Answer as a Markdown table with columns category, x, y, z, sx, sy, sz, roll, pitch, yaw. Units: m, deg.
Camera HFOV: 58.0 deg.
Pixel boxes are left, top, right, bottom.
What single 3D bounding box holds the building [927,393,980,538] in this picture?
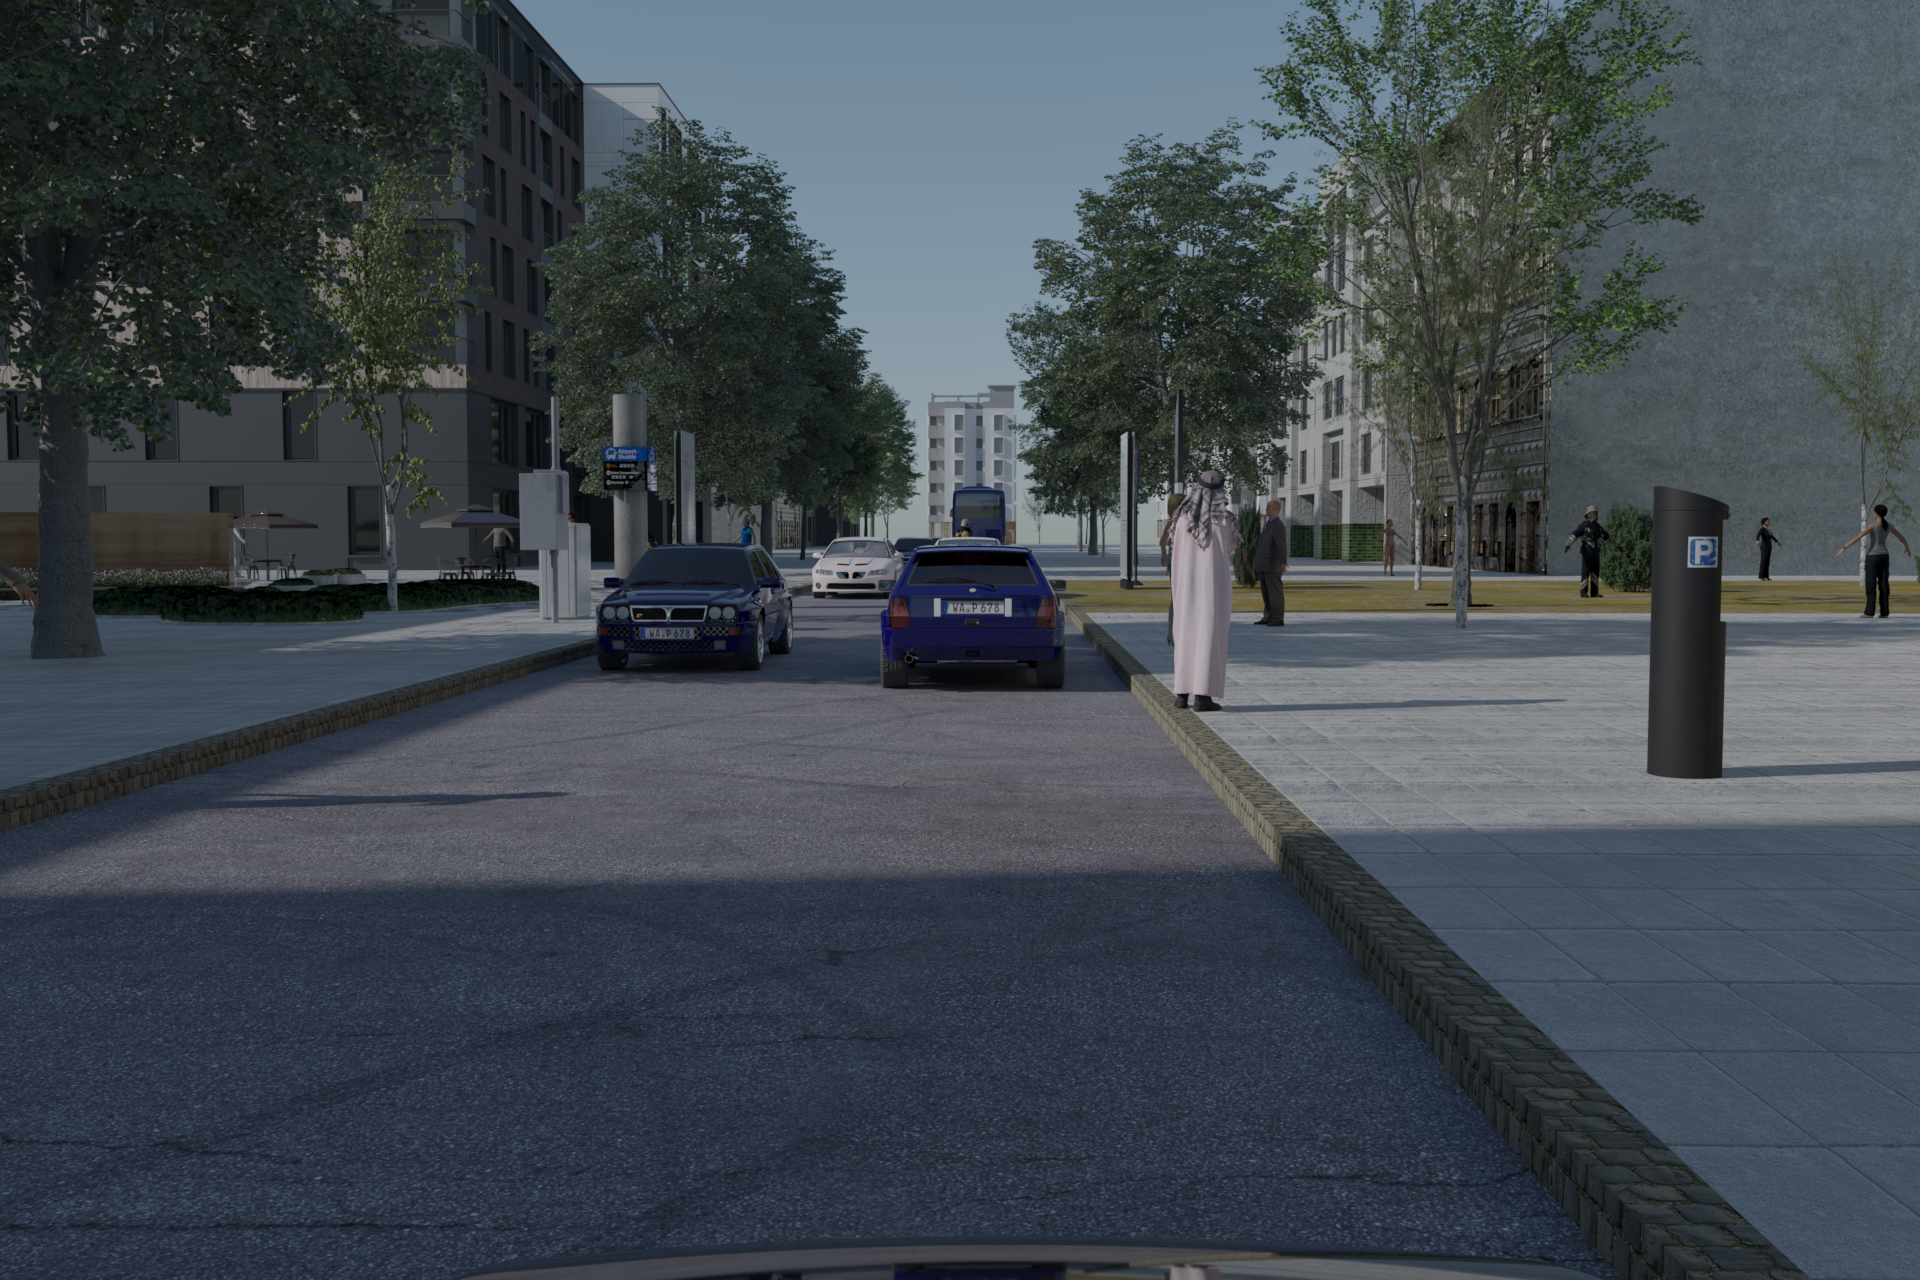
| category | x | y | z | sx | sy | sz | roll | pitch | yaw |
| --- | --- | --- | --- | --- | --- | --- | --- | --- | --- |
| building | -3.854 | -22.305 | 223.567 | 11.380 | 20.090 | 16.016 | 0 | 4 | -3 |

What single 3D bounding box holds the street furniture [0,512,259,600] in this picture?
| category | x | y | z | sx | sy | sz | roll | pitch | yaw |
| --- | --- | --- | --- | --- | --- | --- | --- | --- | --- |
| street furniture | -19.489 | -1.786 | 36.059 | 9.812 | 1.723 | 11.010 | -1 | 4 | -20 |

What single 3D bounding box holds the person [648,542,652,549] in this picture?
| category | x | y | z | sx | sy | sz | roll | pitch | yaw |
| --- | --- | --- | --- | --- | --- | --- | --- | --- | --- |
| person | -8.029 | -2.283 | 43.299 | 0.705 | 1.833 | 1.349 | -2 | 4 | -30 |

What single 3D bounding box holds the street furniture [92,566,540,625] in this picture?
| category | x | y | z | sx | sy | sz | roll | pitch | yaw |
| --- | --- | --- | --- | --- | --- | --- | --- | --- | --- |
| street furniture | -10.719 | -0.847 | 29.469 | 5.734 | 0.657 | 10.072 | 1 | 4 | 12 |

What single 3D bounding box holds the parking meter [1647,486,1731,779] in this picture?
| category | x | y | z | sx | sy | sz | roll | pitch | yaw |
| --- | --- | --- | --- | --- | --- | --- | --- | --- | --- |
| parking meter | 3.866 | -0.048 | 9.198 | 0.372 | 1.533 | 0.369 | 0 | 3 | 0 |

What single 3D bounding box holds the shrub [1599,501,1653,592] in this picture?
| category | x | y | z | sx | sy | sz | roll | pitch | yaw |
| --- | --- | --- | --- | --- | --- | --- | --- | --- | --- |
| shrub | 14.810 | -2.068 | 38.230 | 1.690 | 2.028 | 1.600 | 0 | 3 | 0 |

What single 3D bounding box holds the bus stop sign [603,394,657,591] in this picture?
| category | x | y | z | sx | sy | sz | roll | pitch | yaw |
| --- | --- | --- | --- | --- | --- | --- | --- | --- | --- |
| bus stop sign | -6.258 | -2.684 | 32.897 | 0.837 | 3.901 | 0.837 | 0 | 4 | 2 |

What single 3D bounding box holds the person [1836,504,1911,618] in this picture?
| category | x | y | z | sx | sy | sz | roll | pitch | yaw |
| --- | --- | --- | --- | --- | --- | --- | --- | --- | --- |
| person | 14.005 | -1.205 | 26.518 | 1.217 | 1.737 | 0.721 | 0 | 4 | -7 |

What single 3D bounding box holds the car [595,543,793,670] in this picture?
| category | x | y | z | sx | sy | sz | roll | pitch | yaw |
| --- | --- | --- | --- | --- | --- | --- | --- | --- | --- |
| car | -2.914 | -0.421 | 19.457 | 1.945 | 1.354 | 3.894 | 0 | 4 | 2 |

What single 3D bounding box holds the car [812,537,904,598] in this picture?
| category | x | y | z | sx | sy | sz | roll | pitch | yaw |
| --- | --- | --- | --- | --- | --- | --- | --- | --- | --- |
| car | -2.312 | -1.696 | 40.093 | 2.083 | 1.381 | 4.827 | 0 | 4 | 2 |

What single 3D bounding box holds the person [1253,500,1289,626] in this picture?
| category | x | y | z | sx | sy | sz | roll | pitch | yaw |
| --- | --- | --- | --- | --- | --- | --- | --- | --- | --- |
| person | 4.331 | -1.078 | 24.225 | 0.434 | 1.755 | 0.990 | -1 | 4 | -11 |

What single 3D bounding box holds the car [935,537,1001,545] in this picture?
| category | x | y | z | sx | sy | sz | roll | pitch | yaw |
| --- | --- | --- | --- | --- | --- | --- | --- | --- | --- |
| car | 0.180 | -1.457 | 36.180 | 2.083 | 1.381 | 4.827 | 0 | 4 | 1 |

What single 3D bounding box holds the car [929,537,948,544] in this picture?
| category | x | y | z | sx | sy | sz | roll | pitch | yaw |
| --- | --- | --- | --- | --- | --- | --- | --- | --- | --- |
| car | -0.993 | -3.069 | 62.754 | 1.945 | 1.354 | 3.894 | 0 | 4 | 1 |

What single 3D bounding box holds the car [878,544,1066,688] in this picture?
| category | x | y | z | sx | sy | sz | roll | pitch | yaw |
| --- | --- | --- | --- | --- | --- | --- | --- | --- | --- |
| car | 0.124 | -0.297 | 17.434 | 1.945 | 1.354 | 3.894 | 0 | 4 | 0 |

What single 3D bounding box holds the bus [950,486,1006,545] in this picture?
| category | x | y | z | sx | sy | sz | roll | pitch | yaw |
| --- | --- | --- | --- | --- | --- | --- | --- | --- | --- |
| bus | 0.894 | -5.895 | 87.924 | 2.896 | 3.916 | 12.251 | 0 | 3 | 0 |

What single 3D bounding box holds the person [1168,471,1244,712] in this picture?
| category | x | y | z | sx | sy | sz | roll | pitch | yaw |
| --- | --- | --- | --- | --- | --- | --- | --- | --- | --- |
| person | 1.787 | -0.362 | 12.626 | 0.551 | 1.740 | 0.621 | 0 | 4 | 8 |

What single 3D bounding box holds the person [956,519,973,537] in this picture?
| category | x | y | z | sx | sy | sz | roll | pitch | yaw |
| --- | --- | --- | --- | --- | --- | --- | --- | --- | --- |
| person | 0.180 | -2.442 | 48.149 | 0.705 | 1.858 | 1.354 | -2 | 4 | -28 |

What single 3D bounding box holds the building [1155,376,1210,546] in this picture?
| category | x | y | z | sx | sy | sz | roll | pitch | yaw |
| --- | --- | --- | --- | --- | --- | --- | --- | --- | --- |
| building | 28.159 | -21.198 | 203.013 | 16.016 | 20.090 | 11.380 | 0 | 4 | 2 |

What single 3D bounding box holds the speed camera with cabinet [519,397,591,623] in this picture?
| category | x | y | z | sx | sy | sz | roll | pitch | yaw |
| --- | --- | --- | --- | --- | --- | --- | --- | --- | --- |
| speed camera with cabinet | -6.015 | -1.922 | 25.757 | 0.660 | 3.252 | 2.038 | 0 | 4 | 1 |

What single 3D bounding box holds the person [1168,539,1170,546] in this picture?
| category | x | y | z | sx | sy | sz | roll | pitch | yaw |
| --- | --- | --- | --- | --- | --- | --- | --- | --- | --- |
| person | 7.223 | -3.010 | 55.404 | 1.347 | 1.806 | 0.705 | -1 | 4 | -19 |

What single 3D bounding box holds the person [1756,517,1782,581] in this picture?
| category | x | y | z | sx | sy | sz | roll | pitch | yaw |
| --- | --- | --- | --- | --- | --- | --- | --- | --- | --- |
| person | 22.284 | -2.509 | 47.751 | 1.216 | 1.740 | 0.721 | -3 | 4 | -37 |

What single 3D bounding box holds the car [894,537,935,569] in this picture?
| category | x | y | z | sx | sy | sz | roll | pitch | yaw |
| --- | --- | --- | --- | --- | --- | --- | --- | --- | --- |
| car | -1.482 | -2.705 | 56.815 | 1.945 | 1.354 | 3.894 | 0 | 4 | 1 |

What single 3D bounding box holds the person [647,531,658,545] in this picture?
| category | x | y | z | sx | sy | sz | roll | pitch | yaw |
| --- | --- | --- | --- | --- | --- | --- | --- | --- | --- |
| person | -11.233 | -3.342 | 60.572 | 1.347 | 1.837 | 0.705 | -1 | 4 | -21 |

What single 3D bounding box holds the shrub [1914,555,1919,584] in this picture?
| category | x | y | z | sx | sy | sz | roll | pitch | yaw |
| --- | --- | --- | --- | --- | --- | --- | --- | --- | --- |
| shrub | 22.266 | -1.731 | 39.416 | 1.383 | 1.207 | 1.383 | 0 | 3 | 0 |

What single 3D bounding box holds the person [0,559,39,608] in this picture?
| category | x | y | z | sx | sy | sz | roll | pitch | yaw |
| --- | --- | --- | --- | --- | --- | --- | --- | --- | --- |
| person | -5.218 | -0.126 | 8.825 | 1.215 | 1.744 | 0.721 | 1 | 4 | 18 |

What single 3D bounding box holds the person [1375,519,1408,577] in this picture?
| category | x | y | z | sx | sy | sz | roll | pitch | yaw |
| --- | --- | --- | --- | --- | --- | --- | --- | --- | --- |
| person | 13.004 | -2.778 | 52.227 | 1.217 | 1.733 | 0.721 | -2 | 4 | -26 |

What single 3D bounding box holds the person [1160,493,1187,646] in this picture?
| category | x | y | z | sx | sy | sz | roll | pitch | yaw |
| --- | --- | --- | --- | --- | --- | --- | --- | --- | --- |
| person | 2.594 | -0.812 | 19.887 | 0.721 | 1.753 | 1.214 | 2 | 4 | 33 |

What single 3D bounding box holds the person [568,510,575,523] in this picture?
| category | x | y | z | sx | sy | sz | roll | pitch | yaw |
| --- | --- | --- | --- | --- | --- | --- | --- | --- | --- |
| person | -8.401 | -1.893 | 37.225 | 0.705 | 1.796 | 1.348 | 0 | 4 | -4 |

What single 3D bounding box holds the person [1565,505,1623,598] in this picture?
| category | x | y | z | sx | sy | sz | roll | pitch | yaw |
| --- | --- | --- | --- | --- | --- | --- | --- | --- | --- |
| person | 12.738 | -1.783 | 34.925 | 1.354 | 1.856 | 0.705 | -1 | 4 | -17 |

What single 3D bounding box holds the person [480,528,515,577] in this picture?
| category | x | y | z | sx | sy | sz | roll | pitch | yaw |
| --- | --- | --- | --- | --- | --- | --- | --- | --- | --- |
| person | -13.718 | -2.779 | 51.570 | 1.348 | 1.813 | 0.705 | 2 | 4 | 28 |

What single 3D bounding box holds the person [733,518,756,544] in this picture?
| category | x | y | z | sx | sy | sz | roll | pitch | yaw |
| --- | --- | --- | --- | --- | --- | --- | --- | --- | --- |
| person | -7.002 | -3.087 | 56.603 | 0.704 | 1.817 | 1.347 | -3 | 5 | -40 |

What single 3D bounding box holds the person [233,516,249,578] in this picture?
| category | x | y | z | sx | sy | sz | roll | pitch | yaw |
| --- | --- | --- | --- | --- | --- | --- | --- | --- | --- |
| person | -21.244 | -2.731 | 50.841 | 0.705 | 1.806 | 1.347 | -3 | 5 | -44 |

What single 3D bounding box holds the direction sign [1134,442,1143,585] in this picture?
| category | x | y | z | sx | sy | sz | roll | pitch | yaw |
| --- | --- | --- | --- | --- | --- | --- | --- | --- | --- |
| direction sign | 4.407 | -3.137 | 43.292 | 0.379 | 3.537 | 0.876 | 0 | 4 | 1 |
